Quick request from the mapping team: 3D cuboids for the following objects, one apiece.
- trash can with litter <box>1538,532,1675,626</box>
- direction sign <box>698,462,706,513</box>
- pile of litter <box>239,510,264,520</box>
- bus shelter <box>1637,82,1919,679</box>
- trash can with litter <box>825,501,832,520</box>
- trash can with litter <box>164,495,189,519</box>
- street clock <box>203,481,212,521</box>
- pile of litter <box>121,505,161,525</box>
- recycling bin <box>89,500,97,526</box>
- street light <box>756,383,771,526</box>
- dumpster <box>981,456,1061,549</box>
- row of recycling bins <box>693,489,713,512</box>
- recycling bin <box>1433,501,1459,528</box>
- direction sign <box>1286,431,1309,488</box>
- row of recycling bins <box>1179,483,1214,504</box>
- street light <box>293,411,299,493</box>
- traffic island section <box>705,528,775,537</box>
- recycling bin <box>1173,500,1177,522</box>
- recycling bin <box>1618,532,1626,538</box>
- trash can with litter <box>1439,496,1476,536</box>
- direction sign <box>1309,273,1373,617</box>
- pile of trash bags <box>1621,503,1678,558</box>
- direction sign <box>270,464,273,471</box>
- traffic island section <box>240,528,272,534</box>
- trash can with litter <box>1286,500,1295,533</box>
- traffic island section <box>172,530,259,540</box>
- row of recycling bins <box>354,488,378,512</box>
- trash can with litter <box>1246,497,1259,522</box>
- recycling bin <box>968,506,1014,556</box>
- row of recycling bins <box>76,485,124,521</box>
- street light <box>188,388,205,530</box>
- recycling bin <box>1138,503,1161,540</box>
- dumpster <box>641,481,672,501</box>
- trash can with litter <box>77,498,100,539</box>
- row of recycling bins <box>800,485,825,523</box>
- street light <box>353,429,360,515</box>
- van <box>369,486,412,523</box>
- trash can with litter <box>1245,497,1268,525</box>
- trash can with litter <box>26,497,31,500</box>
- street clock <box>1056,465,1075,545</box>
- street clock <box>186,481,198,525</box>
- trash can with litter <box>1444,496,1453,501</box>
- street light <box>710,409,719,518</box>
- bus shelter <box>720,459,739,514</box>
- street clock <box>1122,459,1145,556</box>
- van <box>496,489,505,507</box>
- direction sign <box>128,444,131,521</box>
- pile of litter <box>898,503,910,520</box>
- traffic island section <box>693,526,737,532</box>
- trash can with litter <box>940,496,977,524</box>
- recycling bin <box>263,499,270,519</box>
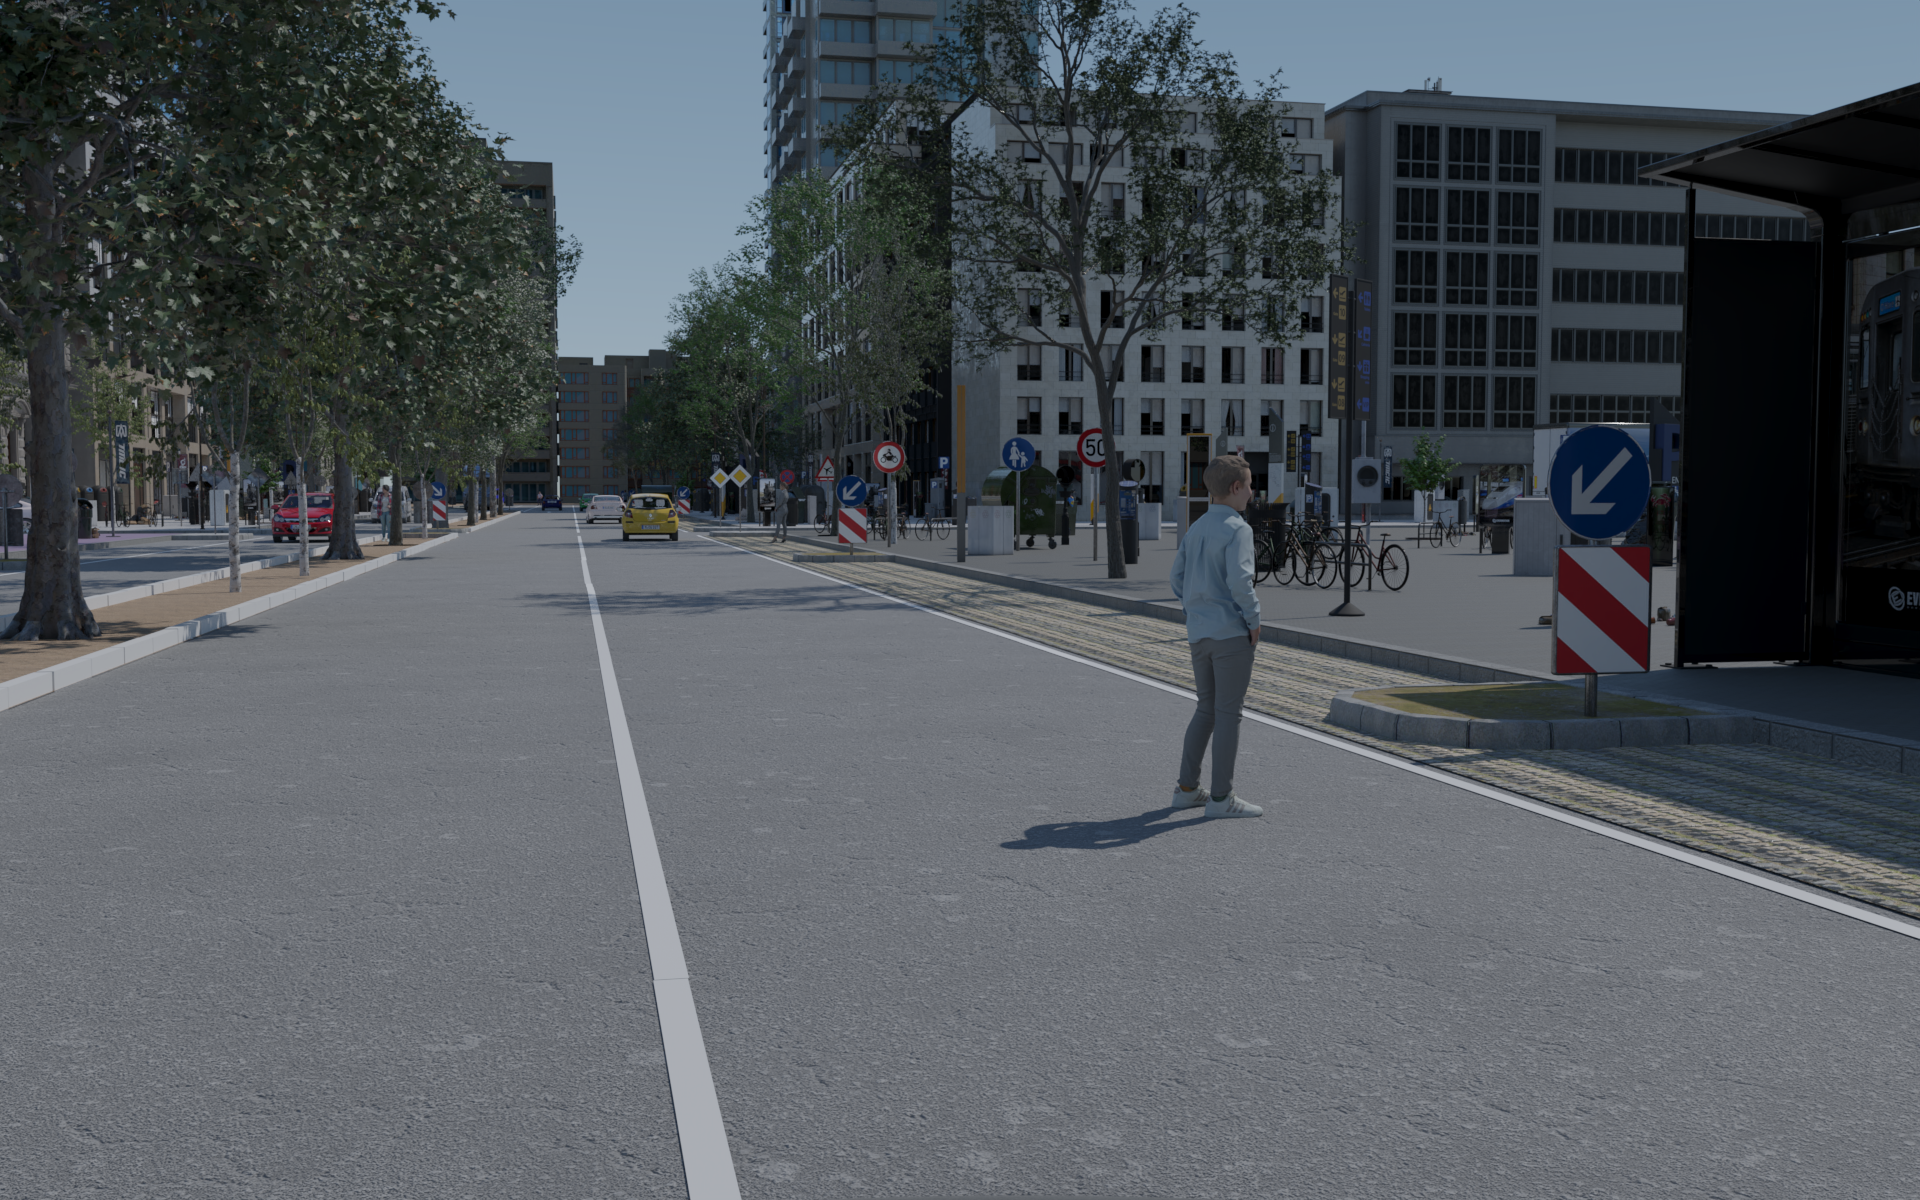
[{"bbox_3d":[6.585,-0.370,17.103,2.233,1.210,1.678,-2,4,-29],"label":"trash can with litter"},{"bbox_3d":[-17.642,-7.729,118.372,0.876,3.537,0.379,3,5,45],"label":"direction sign"},{"bbox_3d":[-35.013,-4.354,85.157,1.176,0.858,1.719,-2,4,-30],"label":"pile of litter"},{"bbox_3d":[6.389,-1.133,9.803,1.731,3.624,6.357,-1,4,-12],"label":"bus shelter"},{"bbox_3d":[-6.435,-4.371,82.852,1.055,1.170,0.624,2,4,30],"label":"trash can with litter"},{"bbox_3d":[-40.382,-4.867,90.634,2.233,1.210,1.678,1,4,11],"label":"trash can with litter"},{"bbox_3d":[-36.187,-4.814,83.283,0.358,2.002,0.471,3,4,36],"label":"street clock"},{"bbox_3d":[-34.246,-3.568,72.299,1.719,0.858,1.176,2,4,24],"label":"pile of litter"},{"bbox_3d":[-34.697,-3.427,68.582,0.722,1.027,0.722,0,4,3],"label":"recycling bin"},{"bbox_3d":[-7.954,-5.965,70.315,0.468,5.910,1.993,-1,4,-13],"label":"street light"},{"bbox_3d":[1.453,-2.347,40.867,1.502,2.255,1.985,-1,4,-13],"label":"dumpster"},{"bbox_3d":[-19.436,-7.536,130.324,1.069,1.692,3.534,-1,4,-15],"label":"row of recycling bins"},{"bbox_3d":[18.256,-3.214,65.095,0.722,1.027,0.722,-1,4,-14],"label":"recycling bin"},{"bbox_3d":[12.075,-4.269,61.790,0.876,3.537,0.379,0,4,2],"label":"direction sign"},{"bbox_3d":[8.092,-3.089,57.617,1.069,1.692,3.534,0,4,-6],"label":"row of recycling bins"},{"bbox_3d":[-32.707,-6.890,85.438,0.468,5.910,1.993,-1,4,-13],"label":"street light"},{"bbox_3d":[-7.433,-2.232,58.771,2.009,0.180,2.903,-1,4,-13],"label":"traffic island section"},{"bbox_3d":[10.293,-4.132,80.118,0.722,1.027,0.722,-1,4,-8],"label":"recycling bin"},{"bbox_3d":[19.672,-2.380,51.466,0.722,1.027,0.722,-2,4,-32],"label":"recycling bin"},{"bbox_3d":[15.332,-2.603,53.620,1.678,1.210,2.233,2,4,33],"label":"trash can with litter"},{"bbox_3d":[4.088,-1.602,18.195,0.379,3.537,0.876,3,5,41],"label":"direction sign"},{"bbox_3d":[13.852,-1.443,33.344,1.912,1.369,3.447,2,4,31],"label":"pile of trash bags"},{"bbox_3d":[-44.843,-7.345,112.089,0.876,3.537,0.379,1,4,8],"label":"direction sign"},{"bbox_3d":[-25.472,-2.486,62.919,2.009,0.180,2.903,-1,4,-13],"label":"traffic island section"},{"bbox_3d":[10.999,-2.769,56.662,0.624,1.170,1.055,3,5,40],"label":"trash can with litter"},{"bbox_3d":[-23.721,-2.009,55.128,2.009,0.180,2.903,-1,4,-13],"label":"traffic island section"},{"bbox_3d":[-42.501,-7.095,123.111,3.534,1.692,1.069,1,4,13],"label":"row of recycling bins"},{"bbox_3d":[14.364,-4.293,81.242,2.233,1.210,1.678,0,4,-4],"label":"trash can with litter"},{"bbox_3d":[0.647,-1.467,36.534,0.722,1.027,0.722,3,5,44],"label":"recycling bin"},{"bbox_3d":[-40.641,-4.520,81.014,1.069,1.692,3.534,1,4,15],"label":"row of recycling bins"},{"bbox_3d":[-27.454,-5.493,62.592,0.468,5.910,1.993,-1,4,-13],"label":"street light"},{"bbox_3d":[5.238,-2.196,48.460,0.722,1.027,0.722,1,4,12],"label":"recycling bin"},{"bbox_3d":[-19.463,-6.490,111.070,1.985,2.255,1.502,-1,4,-14],"label":"dumpster"},{"bbox_3d":[-25.159,-2.346,49.737,0.624,1.170,1.055,0,4,-6],"label":"trash can with litter"},{"bbox_3d":[-6.790,-4.348,78.211,1.069,1.692,3.534,-1,4,-13],"label":"row of recycling bins"},{"bbox_3d":[-37.704,-8.291,108.341,0.468,5.910,1.993,-1,4,-13],"label":"street light"},{"bbox_3d":[-28.179,-4.821,85.831,2.013,2.044,4.112,-1,4,-13],"label":"van"},{"bbox_3d":[13.274,-3.989,76.610,1.055,1.170,0.624,-1,4,-18],"label":"trash can with litter"},{"bbox_3d":[-41.285,-4.029,77.259,1.055,1.170,0.624,1,4,20],"label":"trash can with litter"},{"bbox_3d":[2.659,-2.393,43.696,0.471,2.002,0.358,0,4,-2],"label":"street clock"},{"bbox_3d":[-31.899,-4.122,71.963,0.471,2.002,0.358,-1,4,-17],"label":"street clock"},{"bbox_3d":[29.637,-5.752,105.440,1.055,1.170,0.624,-1,4,-14],"label":"trash can with litter"},{"bbox_3d":[-13.241,-7.388,93.582,0.468,5.910,1.993,-1,4,-13],"label":"street light"},{"bbox_3d":[-14.891,-7.413,112.481,1.731,3.624,6.357,-1,4,-13],"label":"bus shelter"},{"bbox_3d":[3.569,-1.899,35.621,0.471,2.002,0.358,-3,5,-42],"label":"street clock"},{"bbox_3d":[-52.329,-11.643,194.754,2.240,2.365,5.245,-1,4,-14],"label":"van"},{"bbox_3d":[-37.801,-5.309,78.795,0.379,3.537,0.876,-2,4,-30],"label":"direction sign"},{"bbox_3d":[-3.034,-4.463,86.938,1.176,0.858,1.719,1,4,12],"label":"pile of litter"},{"bbox_3d":[-9.185,-2.708,66.562,2.009,0.180,2.903,-1,4,-13],"label":"traffic island section"},{"bbox_3d":[0.158,-3.929,75.296,2.233,1.210,1.678,2,4,24],"label":"trash can with litter"},{"bbox_3d":[-36.003,-4.786,90.797,0.722,1.027,0.722,3,4,38],"label":"recycling bin"}]
